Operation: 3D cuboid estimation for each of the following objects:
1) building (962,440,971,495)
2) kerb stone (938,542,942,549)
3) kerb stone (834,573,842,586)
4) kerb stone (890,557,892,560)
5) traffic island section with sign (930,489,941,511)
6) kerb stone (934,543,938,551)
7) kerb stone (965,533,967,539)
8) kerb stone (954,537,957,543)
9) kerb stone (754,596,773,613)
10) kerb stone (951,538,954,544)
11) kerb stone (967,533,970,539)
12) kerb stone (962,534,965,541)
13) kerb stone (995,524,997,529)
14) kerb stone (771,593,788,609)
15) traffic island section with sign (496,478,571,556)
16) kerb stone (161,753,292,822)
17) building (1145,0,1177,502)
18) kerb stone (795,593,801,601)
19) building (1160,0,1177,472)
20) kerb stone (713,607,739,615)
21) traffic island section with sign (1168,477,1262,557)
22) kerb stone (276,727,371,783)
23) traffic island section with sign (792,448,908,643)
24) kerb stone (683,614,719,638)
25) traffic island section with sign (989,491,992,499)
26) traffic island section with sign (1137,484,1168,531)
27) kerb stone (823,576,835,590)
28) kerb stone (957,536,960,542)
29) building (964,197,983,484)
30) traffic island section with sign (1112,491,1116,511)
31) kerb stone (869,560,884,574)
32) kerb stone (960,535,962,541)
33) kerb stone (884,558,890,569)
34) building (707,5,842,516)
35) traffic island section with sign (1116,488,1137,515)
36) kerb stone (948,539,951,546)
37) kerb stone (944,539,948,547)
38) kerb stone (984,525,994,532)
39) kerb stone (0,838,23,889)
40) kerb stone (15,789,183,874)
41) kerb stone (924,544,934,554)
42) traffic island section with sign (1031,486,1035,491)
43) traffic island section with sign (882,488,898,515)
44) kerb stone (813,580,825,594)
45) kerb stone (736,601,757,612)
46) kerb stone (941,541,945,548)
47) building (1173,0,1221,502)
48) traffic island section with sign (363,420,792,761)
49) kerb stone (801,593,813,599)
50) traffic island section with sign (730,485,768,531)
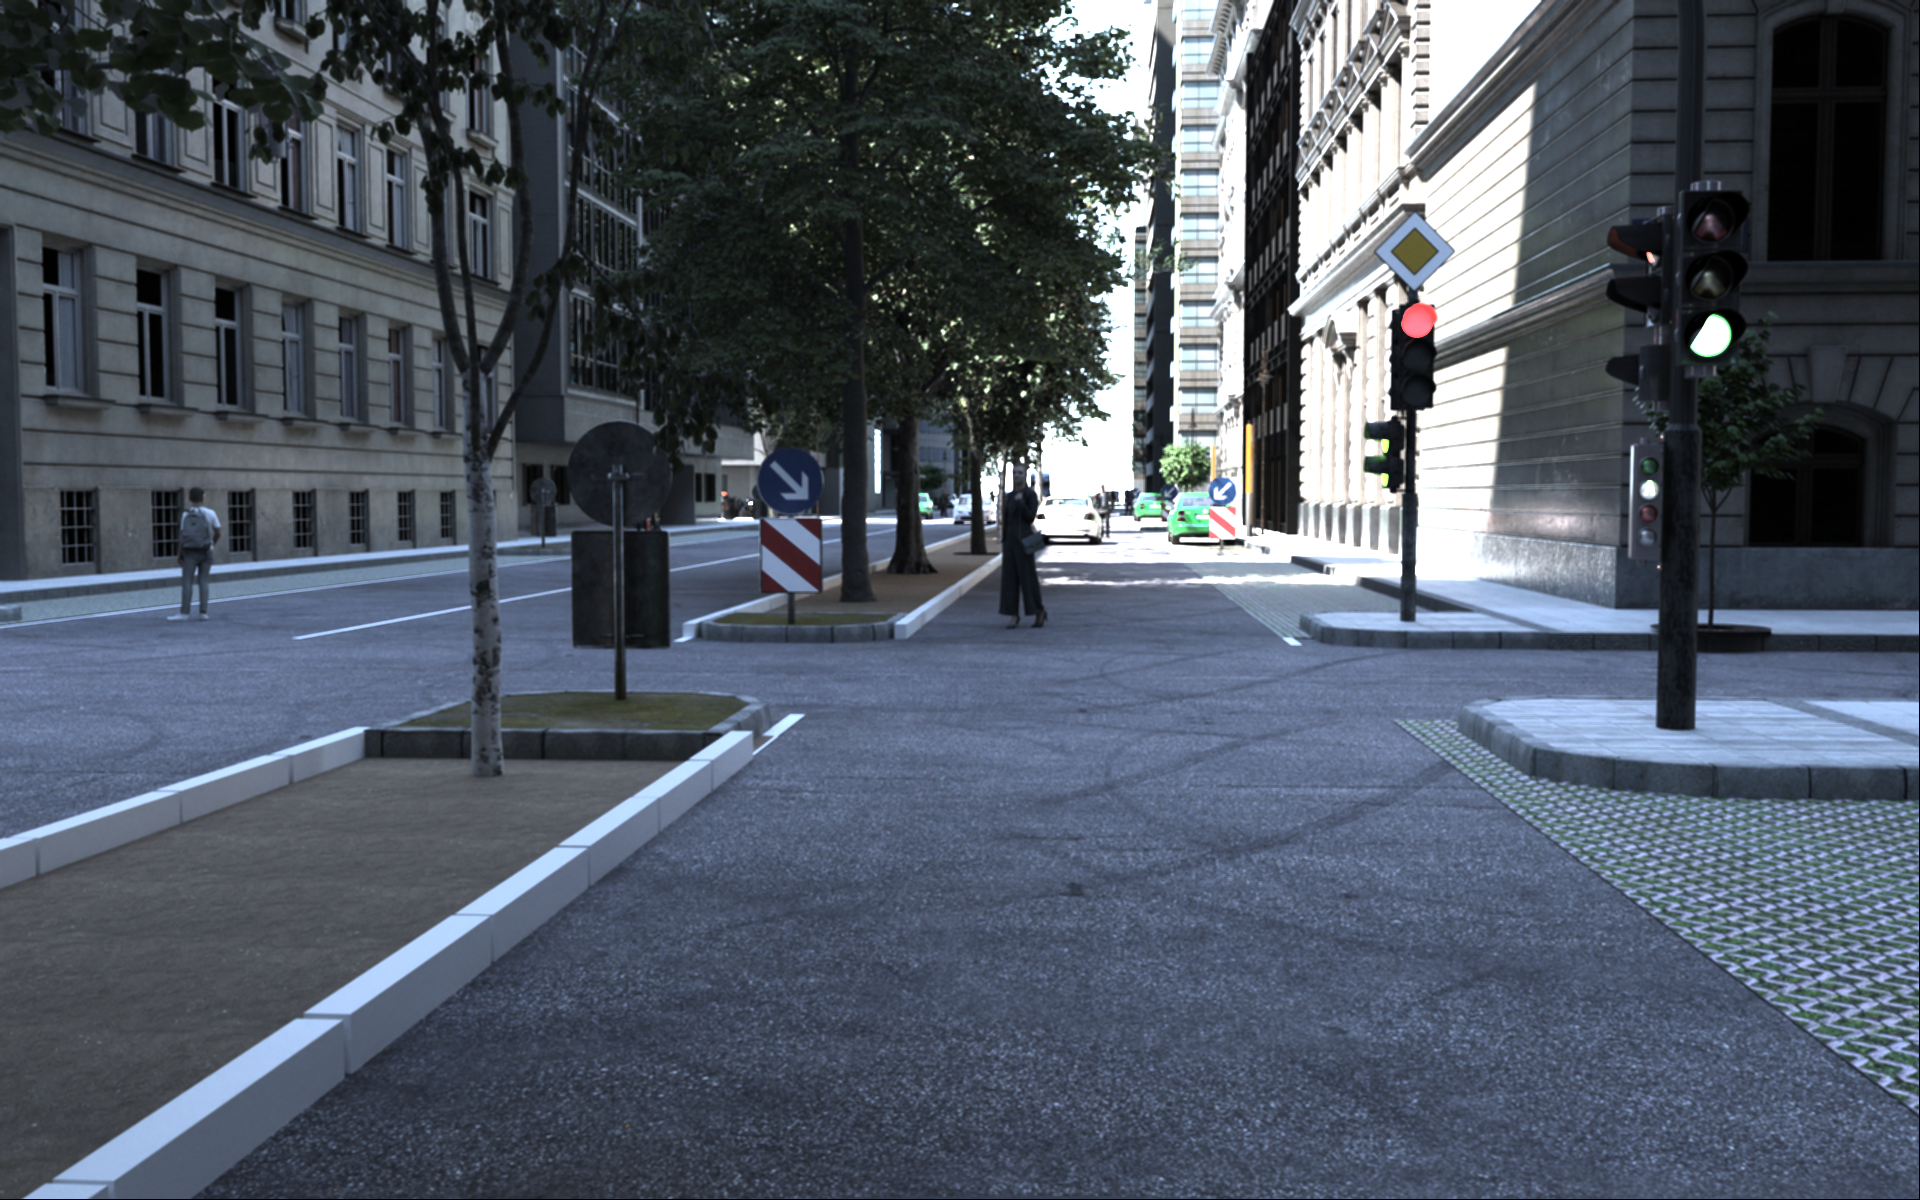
[{"bbox_3d":[-6.171,-26.981,212.839,14.160,30.474,14.107,0,4,4],"label":"building"},{"bbox_3d":[-0.640,-1.353,44.314,0.120,0.150,1.000,0,4,4],"label":"kerb stone"},{"bbox_3d":[-1.958,-0.287,26.908,0.120,0.150,1.000,0,4,4],"label":"kerb stone"},{"bbox_3d":[-1.417,-0.720,34.073,0.120,0.150,1.000,0,4,4],"label":"kerb stone"},{"bbox_3d":[-2.138,-8.315,144.582,1.989,1.847,2.006,0,4,4],"label":"traffic island section with sign"},{"bbox_3d":[-0.715,-1.290,43.288,0.120,0.150,1.000,0,4,4],"label":"kerb stone"},{"bbox_3d":[0.056,-1.916,53.526,0.120,0.150,1.000,0,4,4],"label":"kerb stone"},{"bbox_3d":[-0.255,-1.666,49.433,0.120,0.150,1.000,0,4,4],"label":"kerb stone"},{"bbox_3d":[-2.425,0.087,20.768,0.120,0.150,1.000,0,4,4],"label":"kerb stone"},{"bbox_3d":[-0.334,-1.604,48.414,0.120,0.150,1.000,0,4,4],"label":"kerb stone"},{"bbox_3d":[0.130,-1.979,54.548,0.120,0.150,1.000,0,4,4],"label":"kerb stone"},{"bbox_3d":[-0.020,-1.848,52.508,0.120,0.150,1.000,0,4,4],"label":"kerb stone"},{"bbox_3d":[1.298,-2.914,69.872,0.120,0.150,1.000,0,4,4],"label":"kerb stone"},{"bbox_3d":[-2.342,0.024,21.795,0.120,0.150,1.000,0,4,4],"label":"kerb stone"},{"bbox_3d":[-9.980,-1.975,40.927,1.989,1.847,2.006,0,4,4],"label":"traffic island section with sign"},{"bbox_3d":[-3.388,0.868,7.996,0.120,0.150,1.000,0,4,4],"label":"kerb stone"},{"bbox_3d":[27.846,-32.535,155.654,21.300,48.544,21.600,0,4,4],"label":"building"},{"bbox_3d":[-2.271,-0.036,22.815,0.120,0.150,1.000,0,4,4],"label":"kerb stone"},{"bbox_3d":[27.308,-31.133,128.638,23.786,49.044,30.456,0,4,4],"label":"building"},{"bbox_3d":[-2.581,0.212,18.726,0.120,0.150,1.000,0,4,4],"label":"kerb stone"},{"bbox_3d":[5.946,-1.940,40.350,1.989,1.847,2.006,0,4,4],"label":"traffic island section with sign"},{"bbox_3d":[-3.303,0.806,9.028,0.120,0.150,1.000,0,4,4],"label":"kerb stone"},{"bbox_3d":[-1.609,-0.580,17.614,2.006,1.907,1.989,0,4,4],"label":"traffic island section with sign"},{"bbox_3d":[-2.657,0.277,17.702,0.120,0.150,1.000,0,4,4],"label":"kerb stone"},{"bbox_3d":[4.155,-13.398,227.682,1.989,1.847,2.006,0,4,4],"label":"traffic island section with sign"},{"bbox_3d":[7.984,-3.584,67.229,1.989,1.847,2.006,0,4,4],"label":"traffic island section with sign"},{"bbox_3d":[-2.032,-0.226,25.888,0.120,0.150,1.000,0,4,4],"label":"kerb stone"},{"bbox_3d":[-0.169,-1.729,50.468,0.120,0.150,1.000,0,4,4],"label":"kerb stone"},{"bbox_3d":[-8.342,-35.453,234.285,22.147,44.769,28.867,0,4,4],"label":"building"},{"bbox_3d":[13.760,-8.261,143.696,1.989,1.847,2.006,0,4,4],"label":"traffic island section with sign"},{"bbox_3d":[-1.573,-0.601,32.023,0.120,0.150,1.000,0,4,4],"label":"kerb stone"},{"bbox_3d":[-0.100,-1.789,51.488,0.120,0.150,1.000,0,4,4],"label":"kerb stone"},{"bbox_3d":[-1.502,-0.661,33.048,0.120,0.150,1.000,0,4,4],"label":"kerb stone"},{"bbox_3d":[-14.411,-20.196,101.912,14.160,30.474,14.107,0,4,4],"label":"building"},{"bbox_3d":[11.706,-6.593,116.423,1.989,1.847,2.006,0,4,4],"label":"traffic island section with sign"},{"bbox_3d":[-0.407,-1.538,47.395,0.120,0.150,1.000,0,4,4],"label":"kerb stone"},{"bbox_3d":[-0.489,-1.478,46.370,0.120,0.150,1.000,0,4,4],"label":"kerb stone"},{"bbox_3d":[1.139,-2.785,67.827,0.120,0.150,1.000,0,4,4],"label":"kerb stone"},{"bbox_3d":[-3.540,0.993,5.957,0.120,0.150,1.000,0,4,4],"label":"kerb stone"},{"bbox_3d":[-3.462,0.933,6.976,0.120,0.150,1.000,0,4,4],"label":"kerb stone"},{"bbox_3d":[-0.791,-1.224,42.269,0.120,0.150,1.000,0,4,4],"label":"kerb stone"},{"bbox_3d":[4.047,-5.162,92.540,2.006,1.907,1.989,0,4,4],"label":"traffic island section with sign"},{"bbox_3d":[-4.179,-6.662,117.558,1.989,1.847,2.006,0,4,4],"label":"traffic island section with sign"},{"bbox_3d":[-2.112,-0.158,24.863,0.120,0.150,1.000,0,4,4],"label":"kerb stone"},{"bbox_3d":[-2.500,0.150,19.749,0.120,0.150,1.000,0,4,4],"label":"kerb stone"},{"bbox_3d":[-0.562,-1.416,45.351,0.120,0.150,1.000,0,4,4],"label":"kerb stone"},{"bbox_3d":[20.296,-25.886,106.837,14.154,41.232,14.086,0,4,4],"label":"building"},{"bbox_3d":[-2.177,-0.128,10.228,2.006,1.907,1.989,0,4,4],"label":"traffic island section with sign"},{"bbox_3d":[-2.196,-0.100,23.834,0.120,0.150,1.000,0,4,4],"label":"kerb stone"},{"bbox_3d":[-7.904,-3.643,68.188,1.989,1.847,2.006,0,4,4],"label":"traffic island section with sign"}]
